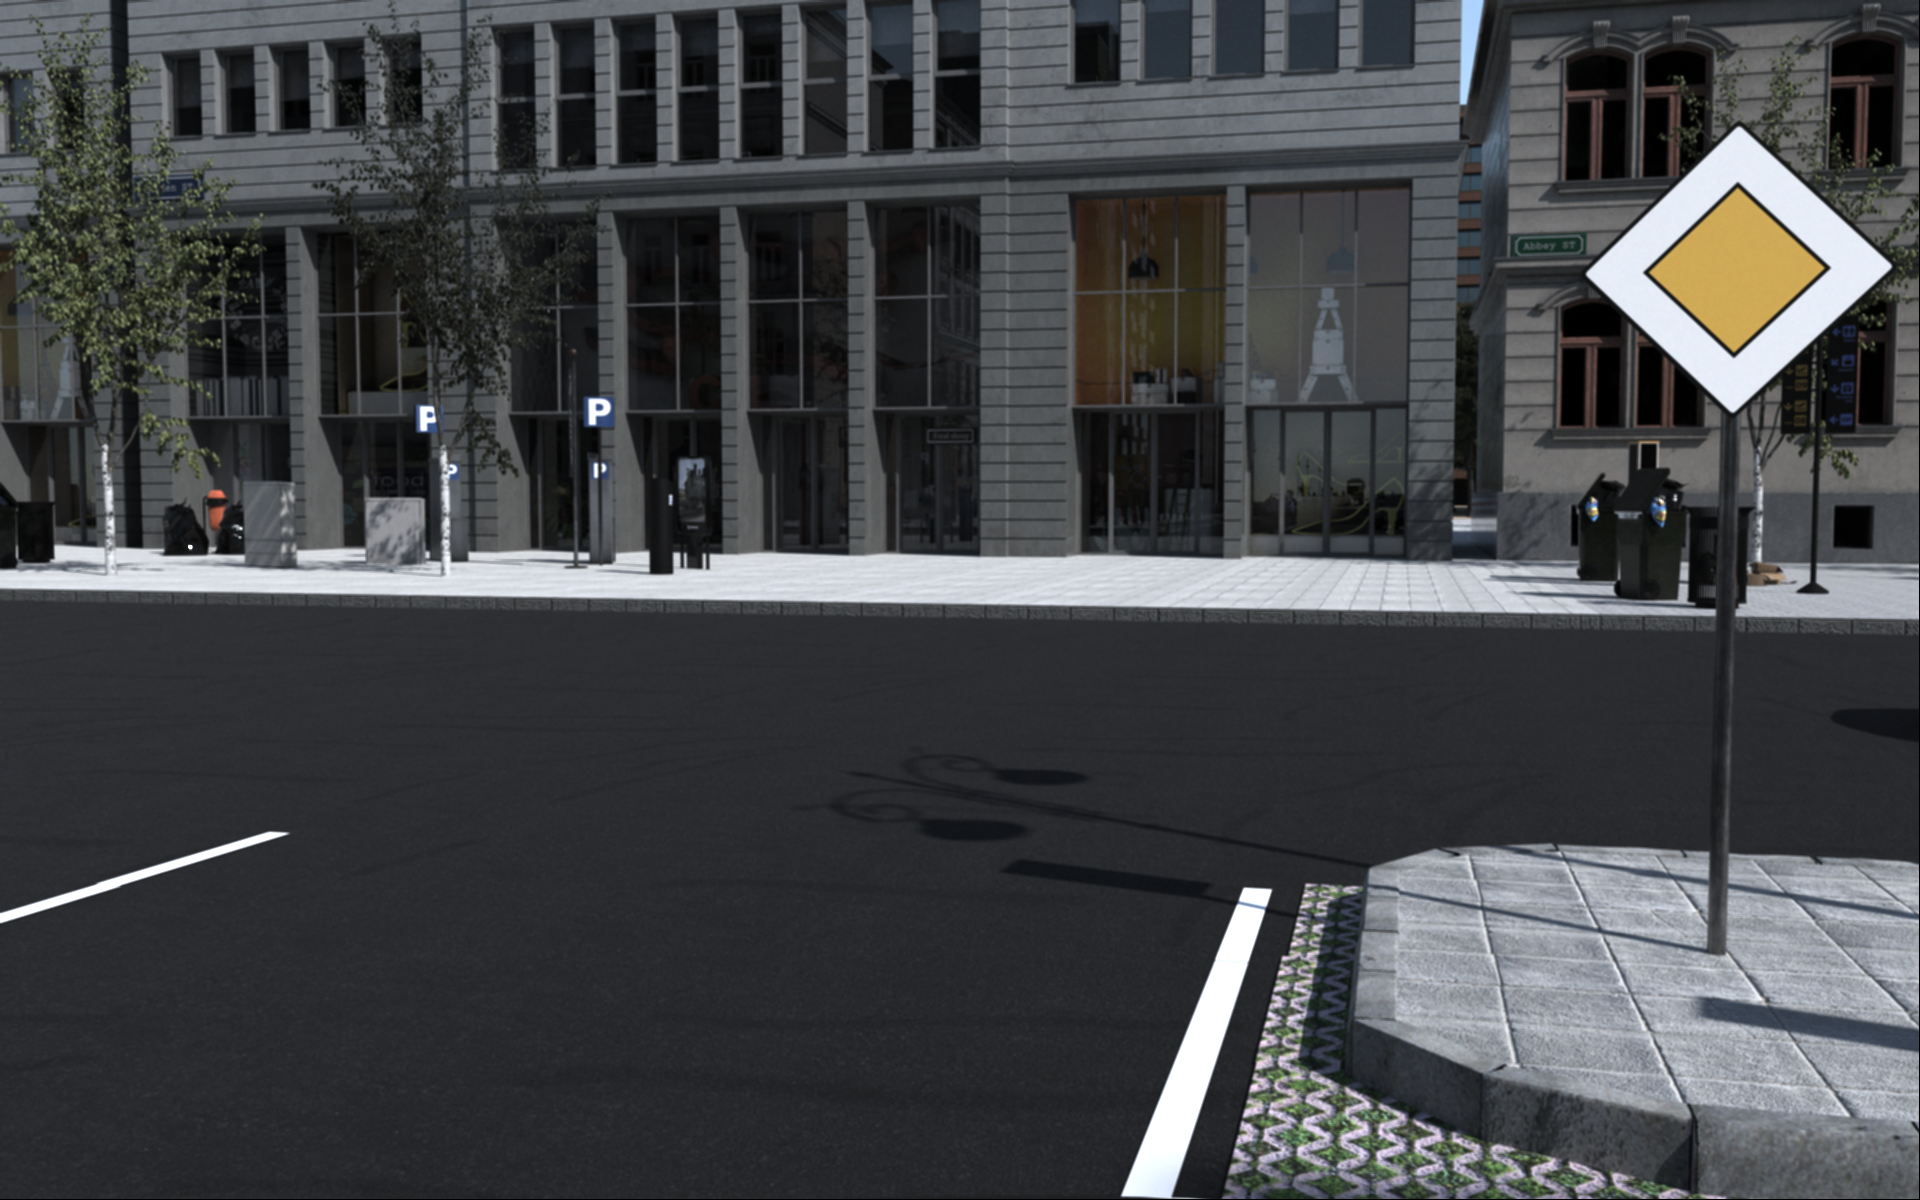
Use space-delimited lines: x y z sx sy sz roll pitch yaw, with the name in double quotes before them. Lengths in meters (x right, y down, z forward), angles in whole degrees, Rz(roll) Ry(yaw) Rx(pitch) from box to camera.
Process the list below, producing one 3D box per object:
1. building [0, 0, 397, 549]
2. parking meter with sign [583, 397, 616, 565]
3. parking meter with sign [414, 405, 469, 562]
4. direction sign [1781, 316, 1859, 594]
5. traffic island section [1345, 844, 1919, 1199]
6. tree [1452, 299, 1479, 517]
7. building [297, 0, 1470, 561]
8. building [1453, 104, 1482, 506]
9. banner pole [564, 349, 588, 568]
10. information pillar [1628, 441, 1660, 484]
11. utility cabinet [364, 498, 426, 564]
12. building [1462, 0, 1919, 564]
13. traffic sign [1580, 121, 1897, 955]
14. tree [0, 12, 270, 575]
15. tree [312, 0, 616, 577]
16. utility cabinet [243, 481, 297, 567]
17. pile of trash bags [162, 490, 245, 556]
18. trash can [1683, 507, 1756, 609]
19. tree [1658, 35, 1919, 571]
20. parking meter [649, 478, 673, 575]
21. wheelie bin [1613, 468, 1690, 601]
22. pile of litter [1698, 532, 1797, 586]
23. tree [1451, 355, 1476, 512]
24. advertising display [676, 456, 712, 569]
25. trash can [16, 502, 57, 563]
"building" -32.831 -16.623 49.275 29.804 29.767 11.434 1 4 14
"parking meter with sign" -6.588 -2.179 31.886 0.543 3.016 1.738 -1 4 -9
"parking meter with sign" -9.911 -2.264 33.280 0.543 3.016 1.738 -2 4 -35
"direction sign" 11.049 -1.855 22.331 0.876 3.537 0.379 3 4 37
"traffic island section" 2.135 1.066 4.846 2.009 0.180 2.903 1 4 14
"tree" 28.297 -10.629 95.844 6.751 12.117 7.091 0 3 0
"building" -3.499 -16.126 41.152 29.804 29.767 11.434 1 4 14
"building" 58.411 -33.189 197.267 28.867 44.769 22.147 1 4 14
"banner pole" -6.744 -2.456 30.170 0.401 3.779 0.863 -1 4 -20
"information pillar" 9.549 -1.208 24.244 0.304 2.012 0.304 0 4 -6
"utility cabinet" -10.366 -1.263 31.810 1.020 1.237 0.306 0 4 0
"building" 22.668 -15.196 35.842 23.554 28.519 14.401 1 4 14
"traffic sign" 2.110 -0.069 4.775 0.795 2.450 0.064 1 4 14
"tree" -13.264 -4.687 26.990 4.737 8.622 4.395 0 3 0
"tree" -7.774 -4.671 26.727 4.360 8.622 3.978 0 3 0
"utility cabinet" -12.070 -1.323 30.317 1.173 1.500 0.318 3 4 38
"pile of trash bags" -16.295 -1.709 37.693 1.912 1.369 3.447 -1 4 -20
"trash can" 8.542 -0.481 19.517 0.748 1.137 0.748 0 3 0
"tree" 13.301 -4.766 28.279 4.737 8.622 4.395 0 3 0
"parking meter" -4.788 -1.182 27.738 0.372 1.533 0.369 0 3 0
"wheelie bin" 8.433 -0.811 21.160 0.693 1.594 0.980 -1 4 -11
"pile of litter" 11.179 -0.653 24.646 1.719 0.858 1.176 -1 4 -10
"tree" 34.350 -12.482 121.088 9.611 12.733 9.660 0 3 0
"advertising display" -4.566 -1.501 29.762 0.123 1.923 0.974 -3 5 -39
"trash can" -17.272 -1.266 32.355 0.748 1.137 0.748 0 3 0
